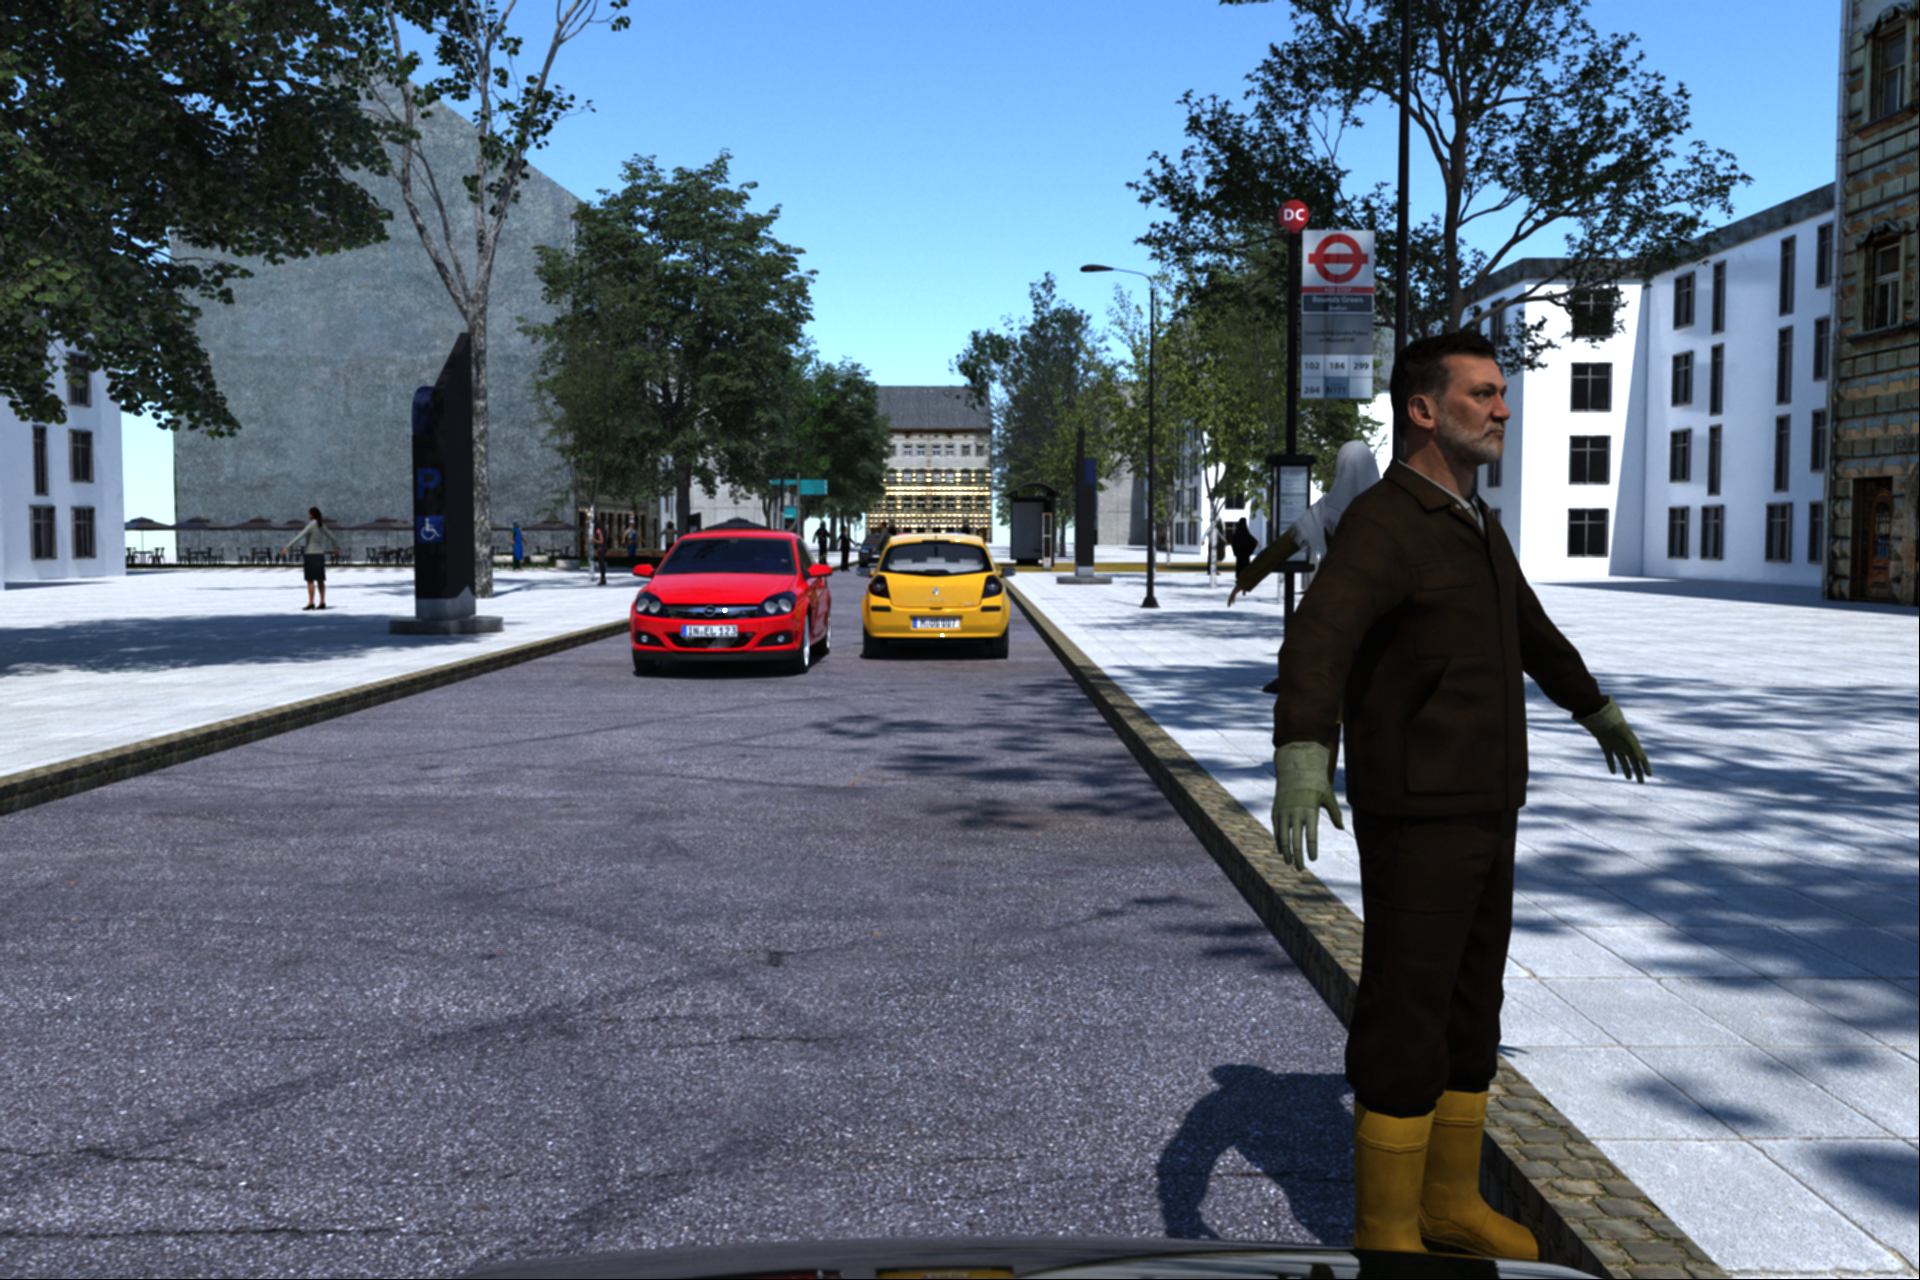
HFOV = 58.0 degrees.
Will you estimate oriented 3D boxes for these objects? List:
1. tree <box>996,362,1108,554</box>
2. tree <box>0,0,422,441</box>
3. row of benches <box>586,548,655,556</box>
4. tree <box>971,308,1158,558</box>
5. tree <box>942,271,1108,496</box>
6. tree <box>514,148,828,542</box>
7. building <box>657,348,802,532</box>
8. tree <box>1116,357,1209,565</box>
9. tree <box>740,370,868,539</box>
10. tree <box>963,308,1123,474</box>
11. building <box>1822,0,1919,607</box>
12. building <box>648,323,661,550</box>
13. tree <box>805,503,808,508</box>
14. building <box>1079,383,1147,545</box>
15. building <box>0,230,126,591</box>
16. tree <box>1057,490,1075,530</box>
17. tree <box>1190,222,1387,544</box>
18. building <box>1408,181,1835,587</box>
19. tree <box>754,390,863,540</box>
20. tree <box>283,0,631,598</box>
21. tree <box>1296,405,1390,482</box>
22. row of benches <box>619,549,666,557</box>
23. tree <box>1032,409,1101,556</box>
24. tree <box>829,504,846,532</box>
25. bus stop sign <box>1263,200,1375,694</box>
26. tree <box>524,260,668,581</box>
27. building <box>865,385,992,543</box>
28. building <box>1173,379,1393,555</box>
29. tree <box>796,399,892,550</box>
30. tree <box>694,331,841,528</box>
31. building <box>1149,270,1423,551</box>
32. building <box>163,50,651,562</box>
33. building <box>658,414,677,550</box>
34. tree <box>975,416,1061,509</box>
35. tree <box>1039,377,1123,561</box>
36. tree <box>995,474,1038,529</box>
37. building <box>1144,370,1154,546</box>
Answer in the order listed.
[{"bbox_3d":[6.146,-11.938,113.309,7.486,12.596,7.792,0,3,0],"label":"tree"},{"bbox_3d":[-9.461,-6.675,15.795,9.857,13.997,8.962,0,3,0],"label":"tree"},{"bbox_3d":[-14.795,-3.745,76.696,1.422,0.672,4.104,3,4,36],"label":"row of benches"},{"bbox_3d":[5.683,-11.188,93.288,12.009,13.543,11.850,0,3,0],"label":"tree"},{"bbox_3d":[5.090,-16.617,127.584,12.611,20.169,13.585,0,3,0],"label":"tree"},{"bbox_3d":[-9.210,-9.174,56.648,9.857,13.997,8.962,0,3,0],"label":"tree"},{"bbox_3d":[-26.233,-19.232,180.892,16.747,18.905,31.486,0,4,0],"label":"building"},{"bbox_3d":[8.726,-7.410,71.523,4.360,8.622,3.978,0,3,0],"label":"tree"},{"bbox_3d":[-9.254,-10.077,99.168,8.767,10.594,7.601,0,4,5],"label":"tree"},{"bbox_3d":[6.864,-17.642,144.342,12.611,20.169,13.585,0,3,0],"label":"tree"},{"bbox_3d":[26.083,-11.811,24.038,19.493,23.208,18.063,0,4,0],"label":"building"},{"bbox_3d":[-29.478,-16.932,107.769,19.493,23.208,18.063,0,4,-1],"label":"building"},{"bbox_3d":[-25.744,-21.118,251.941,9.857,13.997,8.962,0,3,0],"label":"tree"},{"bbox_3d":[23.910,-21.046,210.556,16.747,18.905,31.486,0,3,0],"label":"building"},{"bbox_3d":[-26.169,-5.933,39.160,9.099,9.664,28.070,0,4,-1],"label":"building"},{"bbox_3d":[17.139,-20.350,250.849,7.486,12.596,7.792,0,3,0],"label":"tree"},{"bbox_3d":[11.282,-8.689,60.199,7.486,12.596,7.792,0,3,0],"label":"tree"},{"bbox_3d":[21.626,-6.774,52.901,9.099,9.664,28.070,0,4,0],"label":"building"},{"bbox_3d":[-9.617,-10.647,108.487,7.601,10.594,8.767,-1,4,-16],"label":"tree"},{"bbox_3d":[-11.023,-10.923,34.487,12.611,20.169,13.585,0,3,0],"label":"tree"},{"bbox_3d":[16.200,-7.612,74.815,4.737,8.622,4.395,0,3,0],"label":"tree"},{"bbox_3d":[-12.553,-3.548,73.465,4.104,0.672,1.422,-2,4,-26],"label":"row of benches"},{"bbox_3d":[6.098,-9.361,103.406,4.737,8.622,4.395,0,3,0],"label":"tree"},{"bbox_3d":[-16.802,-18.490,252.672,4.360,8.622,3.978,0,3,0],"label":"tree"},{"bbox_3d":[2.885,-1.544,13.940,0.855,3.939,0.416,0,3,0],"label":"bus stop sign"},{"bbox_3d":[-10.059,-5.894,46.735,4.360,8.622,3.978,0,3,0],"label":"tree"},{"bbox_3d":[-4.729,-25.783,254.937,18.063,23.208,19.493,0,4,-2],"label":"building"},{"bbox_3d":[19.494,-10.140,107.939,9.099,9.664,28.070,0,4,0],"label":"building"},{"bbox_3d":[-9.283,-13.327,136.029,7.486,12.596,7.792,0,3,0],"label":"tree"},{"bbox_3d":[-9.821,-9.937,88.224,9.928,11.665,9.643,0,3,0],"label":"tree"},{"bbox_3d":[25.199,-18.514,133.634,19.493,23.208,18.063,0,4,0],"label":"building"},{"bbox_3d":[-26.804,-15.731,88.129,19.493,23.208,18.063,0,4,0],"label":"building"},{"bbox_3d":[-25.159,-11.663,132.834,9.099,9.664,28.070,0,4,-1],"label":"building"},{"bbox_3d":[6.396,-15.374,161.742,12.009,13.543,11.850,0,3,0],"label":"tree"},{"bbox_3d":[5.581,-8.069,82.294,4.737,8.622,4.395,0,3,0],"label":"tree"},{"bbox_3d":[8.901,-20.651,255.773,7.486,12.596,7.792,0,3,0],"label":"tree"},{"bbox_3d":[25.569,-20.413,190.177,16.016,20.090,11.380,0,4,1],"label":"building"}]
